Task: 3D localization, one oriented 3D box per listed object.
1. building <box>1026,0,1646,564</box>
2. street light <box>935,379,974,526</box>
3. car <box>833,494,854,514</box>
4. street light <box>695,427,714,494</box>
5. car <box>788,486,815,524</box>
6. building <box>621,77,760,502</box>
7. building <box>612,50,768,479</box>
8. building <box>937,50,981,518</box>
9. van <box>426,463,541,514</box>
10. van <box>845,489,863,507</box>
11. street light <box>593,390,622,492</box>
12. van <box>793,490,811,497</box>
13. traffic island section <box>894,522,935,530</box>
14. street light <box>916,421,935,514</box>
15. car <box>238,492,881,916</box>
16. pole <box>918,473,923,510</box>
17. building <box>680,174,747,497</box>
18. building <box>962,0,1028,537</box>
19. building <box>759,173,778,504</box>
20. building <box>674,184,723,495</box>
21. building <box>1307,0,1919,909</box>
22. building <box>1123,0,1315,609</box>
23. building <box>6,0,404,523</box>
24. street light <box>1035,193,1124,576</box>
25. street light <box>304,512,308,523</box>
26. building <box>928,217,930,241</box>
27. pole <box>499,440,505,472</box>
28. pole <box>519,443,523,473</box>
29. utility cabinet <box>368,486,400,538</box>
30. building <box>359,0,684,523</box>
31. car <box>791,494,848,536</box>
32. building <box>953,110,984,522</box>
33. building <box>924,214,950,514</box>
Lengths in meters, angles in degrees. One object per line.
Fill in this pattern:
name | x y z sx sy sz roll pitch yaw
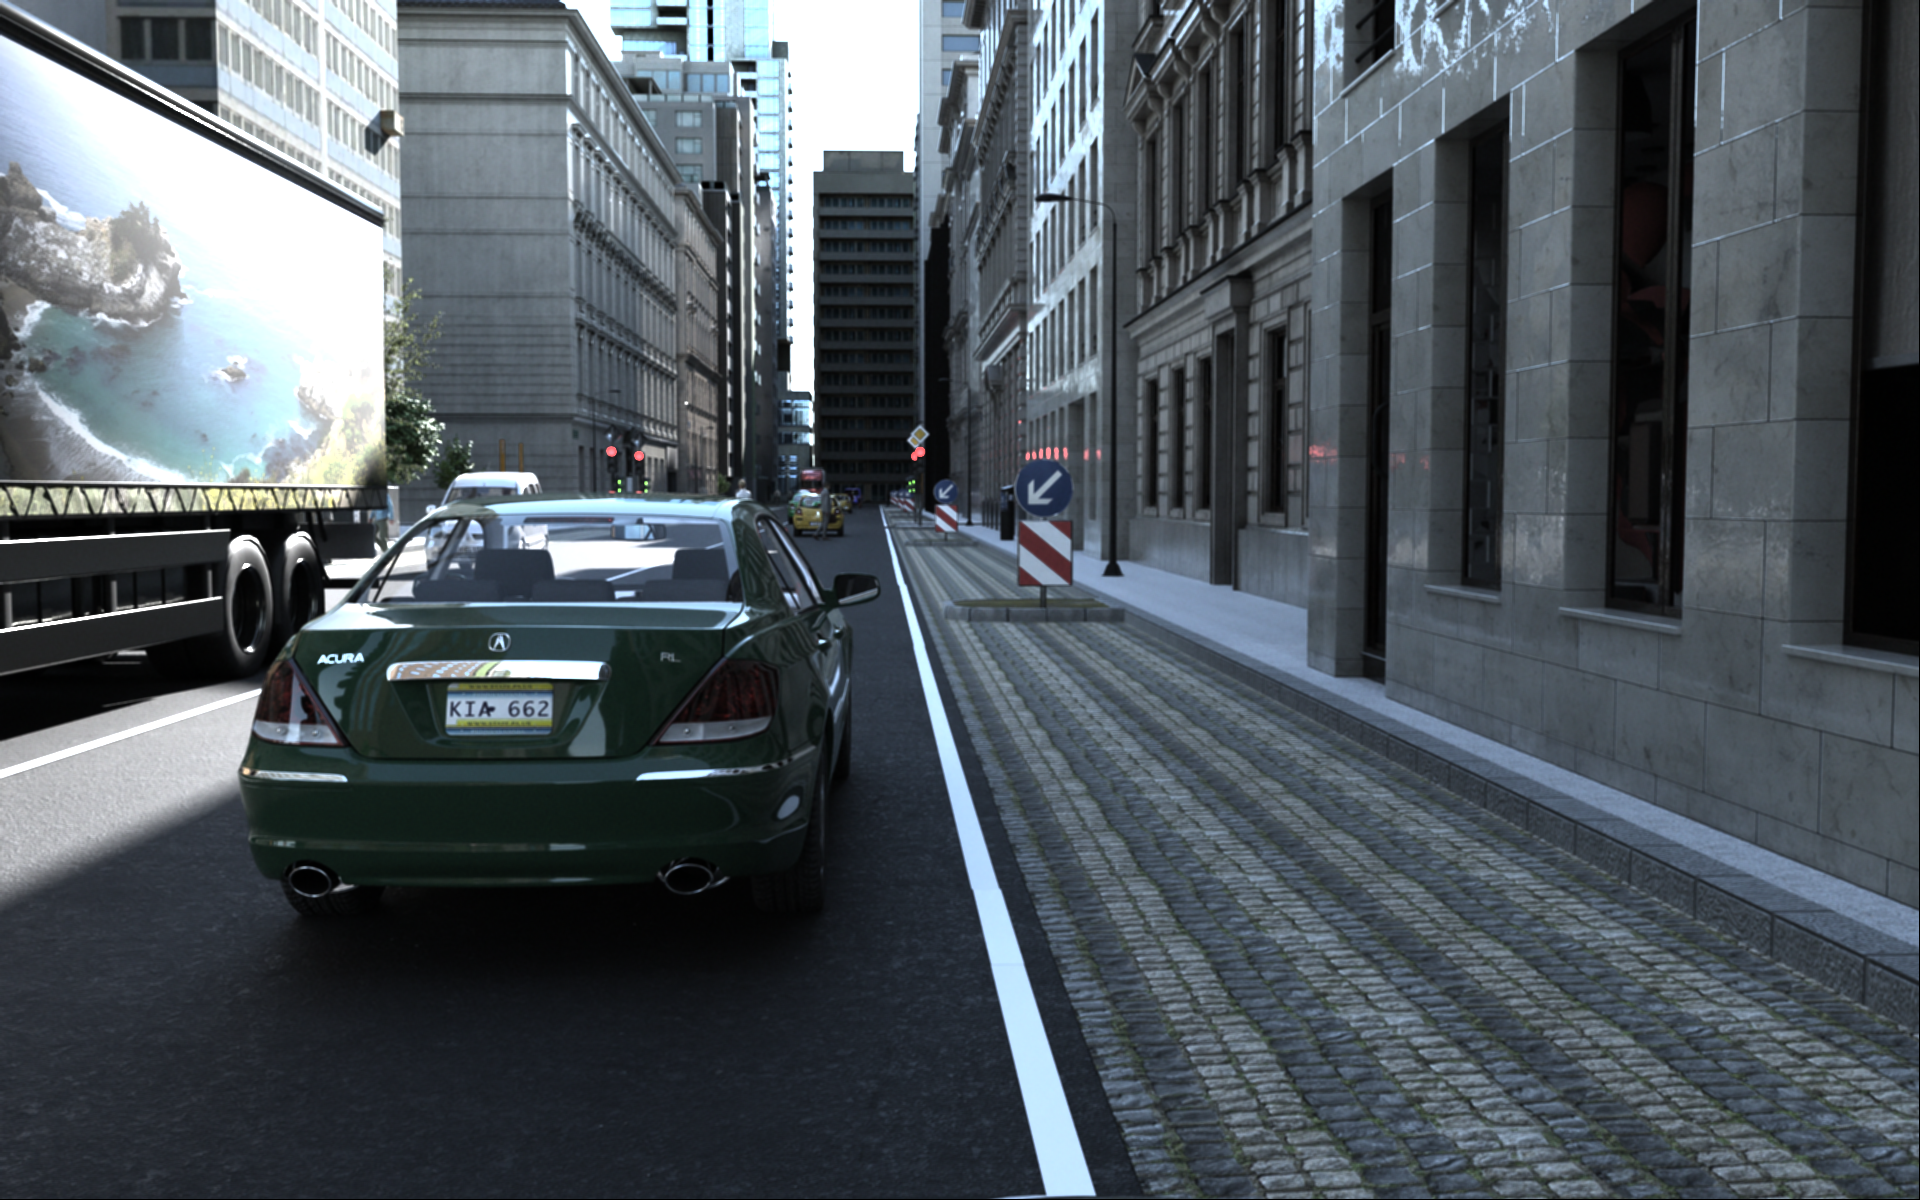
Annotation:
building | 7.506 -11.418 41.443 10.420 20.320 16.860 0 4 -3
street light | -0.155 -5.951 69.834 1.470 5.913 1.316 0 4 -3
car | -8.901 -7.255 128.836 2.015 1.641 3.980 0 4 -1
street light | -17.746 -9.022 120.049 1.470 5.913 1.316 0 4 -3
car | -7.419 -4.635 84.582 1.959 1.807 4.718 0 4 -2
building | -27.952 -29.910 172.631 14.154 41.232 14.086 0 4 -3
building | -34.145 -35.157 194.418 23.786 49.044 30.456 0 4 -3
building | 5.978 -19.209 101.452 14.401 28.519 23.554 0 4 -3
van | -8.713 -1.531 32.048 2.013 2.044 4.112 0 4 -5
van | -12.017 -11.647 194.808 2.240 2.365 5.245 0 4 -2
street light | -15.740 -6.398 77.154 1.470 5.913 1.316 0 4 -3
van | -15.589 -10.134 172.710 2.013 2.044 4.112 0 4 -4
traffic island section | -1.592 -2.923 70.074 2.009 0.180 2.903 0 4 -3
street light | -2.129 -8.427 110.320 1.470 5.913 1.316 0 4 -3
car | -1.410 0.272 7.344 2.131 1.459 4.920 0 4 -2
pole | -3.042 -8.835 138.292 0.158 3.312 0.155 0 3 0
building | -27.289 -23.682 158.904 14.160 30.474 14.107 0 4 -3
building | 6.063 -14.139 60.058 11.050 23.489 19.941 0 4 -3
building | -30.481 -32.884 221.242 14.086 41.232 14.154 0 4 -3
building | -25.411 -20.531 132.937 12.463 27.353 25.104 0 4 -3
building | 8.173 -9.138 4.164 10.420 20.320 16.860 0 4 -3
building | 8.343 -9.715 23.460 10.561 19.102 19.286 0 4 -3
building | -30.356 -22.007 51.704 23.993 40.220 32.217 0 4 -3
street light | 1.854 -3.327 26.945 1.470 5.913 1.316 0 4 -3
street light | -13.844 -4.005 38.017 1.470 5.913 1.316 0 4 -3
building | 4.706 -21.623 140.920 14.401 28.519 23.554 0 4 -3
pole | -17.128 -4.344 64.872 0.158 3.312 0.155 0 3 0
pole | -17.573 -4.622 69.410 0.158 3.312 0.155 0 3 0
utility cabinet | -16.499 -2.503 49.605 0.318 1.500 1.173 1 4 13
building | -26.243 -19.652 97.728 17.030 29.872 44.131 0 4 -3
car | -4.879 -3.045 60.005 2.015 1.641 3.980 0 4 -3
building | 10.459 -15.181 84.374 21.152 22.565 11.583 0 4 -3
building | 3.892 -17.829 121.190 12.332 23.373 15.834 0 4 -3
